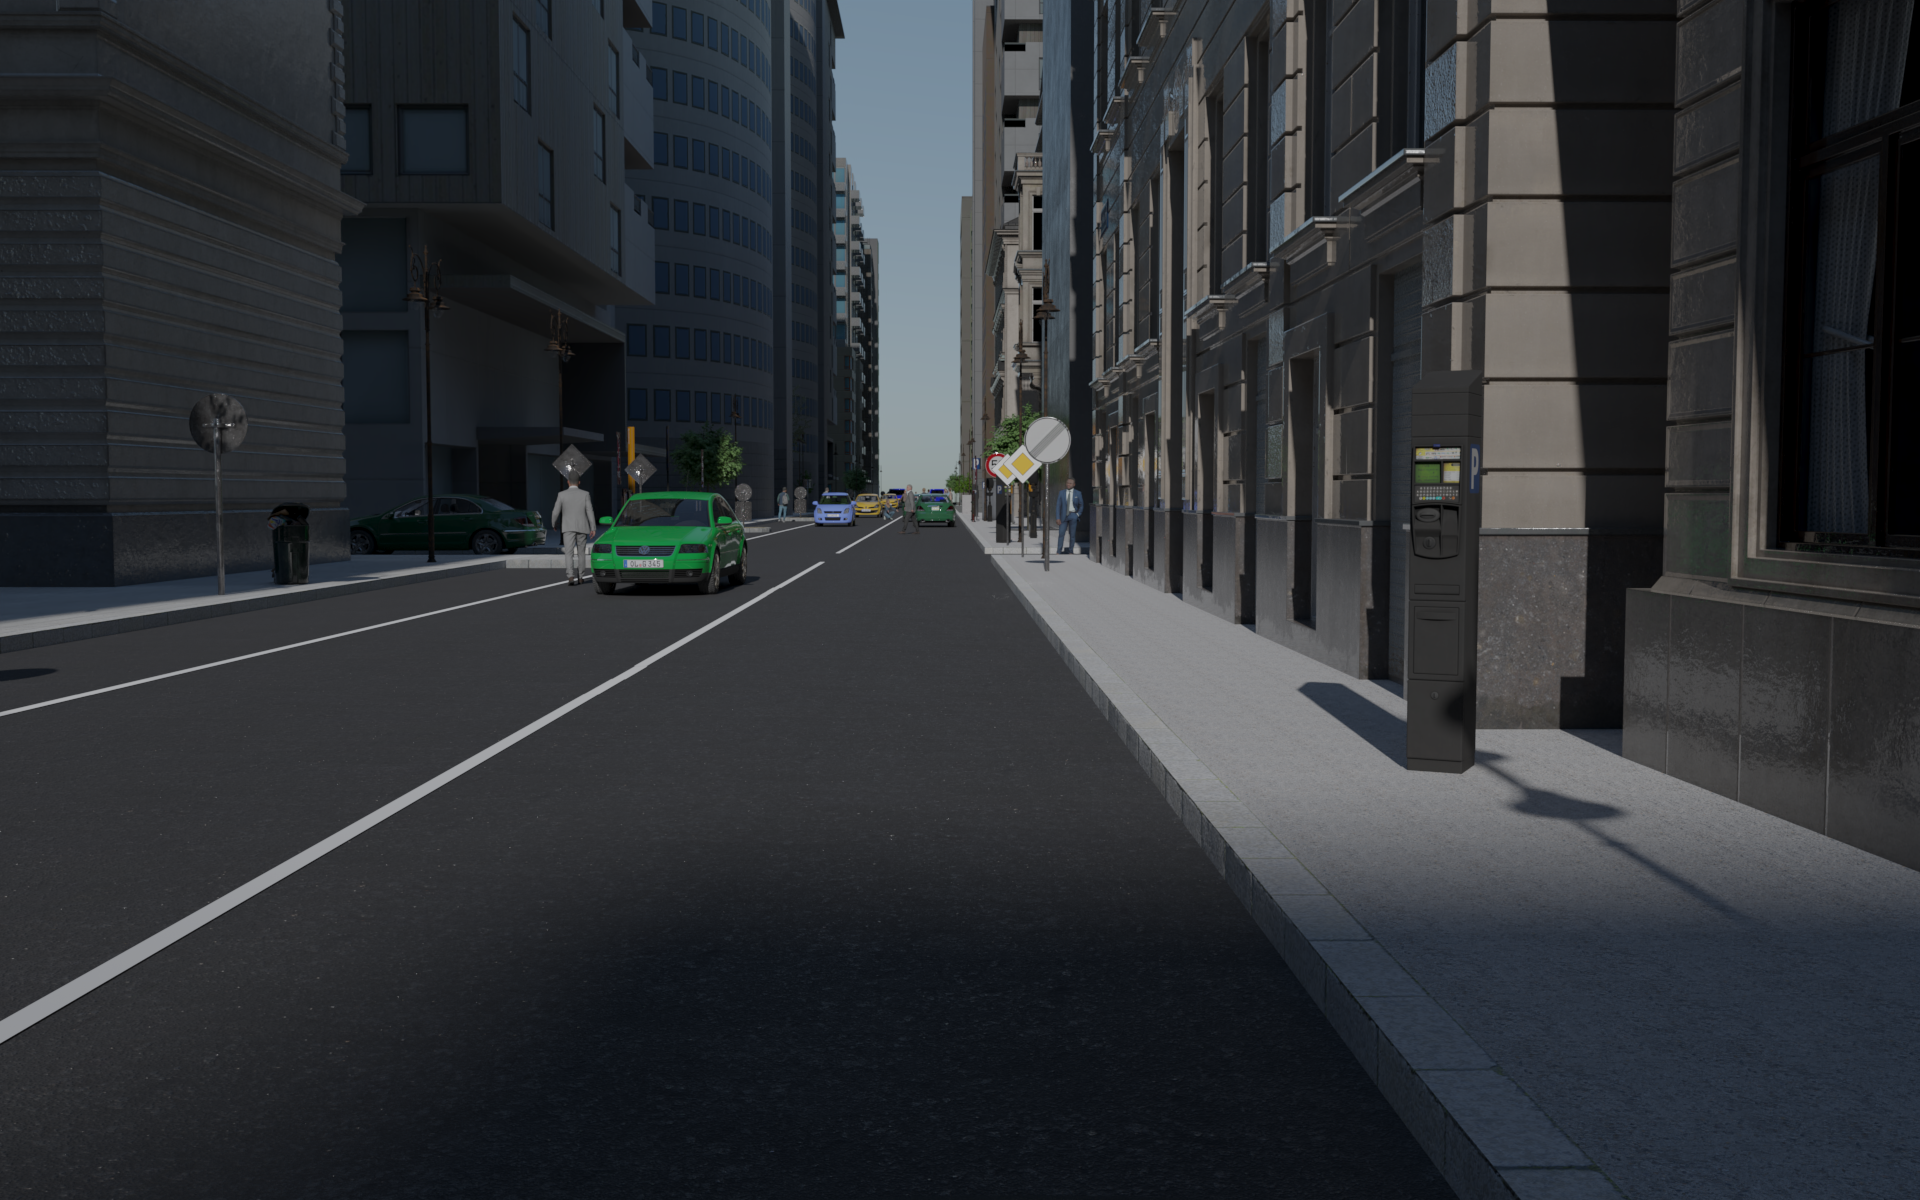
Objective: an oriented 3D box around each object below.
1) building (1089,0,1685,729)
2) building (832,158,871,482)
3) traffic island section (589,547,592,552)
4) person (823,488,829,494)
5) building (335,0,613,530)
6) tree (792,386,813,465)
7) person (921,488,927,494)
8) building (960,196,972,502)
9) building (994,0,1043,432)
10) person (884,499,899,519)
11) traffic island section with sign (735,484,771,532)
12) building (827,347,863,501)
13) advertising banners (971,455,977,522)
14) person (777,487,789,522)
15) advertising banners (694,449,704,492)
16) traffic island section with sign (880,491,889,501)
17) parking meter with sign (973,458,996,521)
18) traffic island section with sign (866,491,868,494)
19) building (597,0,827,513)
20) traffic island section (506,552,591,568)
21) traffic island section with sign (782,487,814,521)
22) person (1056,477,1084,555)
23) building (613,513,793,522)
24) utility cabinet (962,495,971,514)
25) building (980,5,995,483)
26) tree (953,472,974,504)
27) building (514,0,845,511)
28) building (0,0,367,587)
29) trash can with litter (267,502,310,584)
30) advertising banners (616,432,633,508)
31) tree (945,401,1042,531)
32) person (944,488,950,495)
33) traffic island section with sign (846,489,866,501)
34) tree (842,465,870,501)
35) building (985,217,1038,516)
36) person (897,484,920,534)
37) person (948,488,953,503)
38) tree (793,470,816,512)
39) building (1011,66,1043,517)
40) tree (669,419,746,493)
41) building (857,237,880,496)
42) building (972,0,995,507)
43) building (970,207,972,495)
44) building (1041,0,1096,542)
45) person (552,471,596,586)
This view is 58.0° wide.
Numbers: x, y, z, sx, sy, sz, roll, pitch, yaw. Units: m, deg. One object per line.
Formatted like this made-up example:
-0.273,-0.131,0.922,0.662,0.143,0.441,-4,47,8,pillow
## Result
8.288,-13.669,20.755,12.463,27.353,25.104,0,4,-1,building
-25.008,-38.353,246.683,23.786,49.044,30.456,0,4,-1,building
-7.938,-1.268,43.019,2.009,0.180,2.903,0,4,-1,traffic island section
-7.878,-5.740,102.440,0.391,1.810,0.635,-3,5,-41,person
-25.163,-28.526,55.636,28.713,52.752,27.495,0,4,-1,building
-11.433,-9.845,111.328,4.360,8.622,3.978,0,3,0,tree
-1.929,-5.259,94.903,0.576,1.772,0.534,-2,4,-28,person
10.778,-39.310,266.426,21.300,48.544,21.600,0,4,-1,building
16.491,-33.458,136.273,28.713,52.752,27.495,0,4,-1,building
-3.918,-5.128,97.836,1.012,1.151,0.738,-3,5,-43,person
-8.199,-3.492,65.724,1.989,1.847,2.006,0,4,-1,traffic island section with sign
-26.651,-22.804,217.882,27.650,21.520,28.899,0,4,-1,building
0.632,-5.083,79.296,0.090,3.025,2.074,0,4,-5,advertising banners
-9.014,-4.865,88.395,0.623,1.781,0.721,0,4,-4,person
-10.079,-4.329,66.960,0.090,3.025,2.074,0,4,2,advertising banners
-10.227,-14.886,252.015,1.989,1.847,2.006,0,4,-1,traffic island section with sign
1.478,-5.391,84.400,1.738,3.016,0.543,-3,4,-36,parking meter with sign
-9.337,-9.872,170.027,1.989,1.847,2.006,0,4,-1,traffic island section with sign
-22.694,-36.924,145.703,21.231,58.520,28.212,0,4,-1,building
-7.850,-0.780,35.034,2.009,0.180,2.903,0,4,-1,traffic island section
-8.490,-5.141,92.677,1.989,1.847,2.006,0,4,-1,traffic island section with sign
2.411,-1.837,38.715,0.721,1.800,0.419,0,4,1,person
-20.677,-33.596,91.297,21.231,58.520,28.212,0,4,-1,building
0.648,-6.170,112.038,1.020,1.237,0.306,0,4,1,utility cabinet
9.091,-31.039,157.593,14.600,45.320,14.200,0,4,-1,building
0.746,-8.900,140.120,1.663,3.219,1.824,0,3,0,tree
-26.469,-35.769,174.065,28.713,52.752,27.495,0,4,-1,building
-20.930,-12.166,27.799,19.941,23.489,11.050,0,4,-1,building
-9.673,-0.820,24.791,0.624,1.170,1.055,-2,4,-33,trash can with litter
-9.605,-3.265,49.577,0.090,3.025,2.074,0,4,1,advertising banners
2.351,-4.734,61.113,4.285,4.588,4.351,0,3,0,tree
-0.771,-6.174,109.703,0.793,1.790,0.793,-3,5,-42,person
-9.028,-8.199,142.681,1.989,1.847,2.006,0,4,-1,traffic island section with sign
-11.721,-12.941,195.295,4.285,4.588,4.351,0,3,0,tree
7.072,-14.893,108.125,10.561,19.102,19.286,0,4,-1,building
-1.849,-3.240,61.864,0.834,1.777,0.661,0,4,-7,person
-0.565,-5.262,94.870,0.374,1.781,0.599,1,4,11,person
-11.173,-8.090,126.878,1.663,3.219,1.824,0,3,0,tree
9.708,-16.013,80.889,14.460,24.649,34.723,0,4,-1,building
-11.096,-5.652,76.118,4.285,4.588,4.351,0,3,0,tree
-19.834,-35.817,269.209,14.154,41.232,14.086,0,4,-1,building
11.759,-38.923,178.387,21.231,58.520,28.212,0,4,-1,building
8.498,-34.550,248.486,14.154,41.232,14.086,0,4,-1,building
17.721,-14.166,50.683,30.058,24.678,14.314,0,4,-1,building
-6.073,-1.130,27.250,0.678,1.792,0.850,-1,4,-13,person
